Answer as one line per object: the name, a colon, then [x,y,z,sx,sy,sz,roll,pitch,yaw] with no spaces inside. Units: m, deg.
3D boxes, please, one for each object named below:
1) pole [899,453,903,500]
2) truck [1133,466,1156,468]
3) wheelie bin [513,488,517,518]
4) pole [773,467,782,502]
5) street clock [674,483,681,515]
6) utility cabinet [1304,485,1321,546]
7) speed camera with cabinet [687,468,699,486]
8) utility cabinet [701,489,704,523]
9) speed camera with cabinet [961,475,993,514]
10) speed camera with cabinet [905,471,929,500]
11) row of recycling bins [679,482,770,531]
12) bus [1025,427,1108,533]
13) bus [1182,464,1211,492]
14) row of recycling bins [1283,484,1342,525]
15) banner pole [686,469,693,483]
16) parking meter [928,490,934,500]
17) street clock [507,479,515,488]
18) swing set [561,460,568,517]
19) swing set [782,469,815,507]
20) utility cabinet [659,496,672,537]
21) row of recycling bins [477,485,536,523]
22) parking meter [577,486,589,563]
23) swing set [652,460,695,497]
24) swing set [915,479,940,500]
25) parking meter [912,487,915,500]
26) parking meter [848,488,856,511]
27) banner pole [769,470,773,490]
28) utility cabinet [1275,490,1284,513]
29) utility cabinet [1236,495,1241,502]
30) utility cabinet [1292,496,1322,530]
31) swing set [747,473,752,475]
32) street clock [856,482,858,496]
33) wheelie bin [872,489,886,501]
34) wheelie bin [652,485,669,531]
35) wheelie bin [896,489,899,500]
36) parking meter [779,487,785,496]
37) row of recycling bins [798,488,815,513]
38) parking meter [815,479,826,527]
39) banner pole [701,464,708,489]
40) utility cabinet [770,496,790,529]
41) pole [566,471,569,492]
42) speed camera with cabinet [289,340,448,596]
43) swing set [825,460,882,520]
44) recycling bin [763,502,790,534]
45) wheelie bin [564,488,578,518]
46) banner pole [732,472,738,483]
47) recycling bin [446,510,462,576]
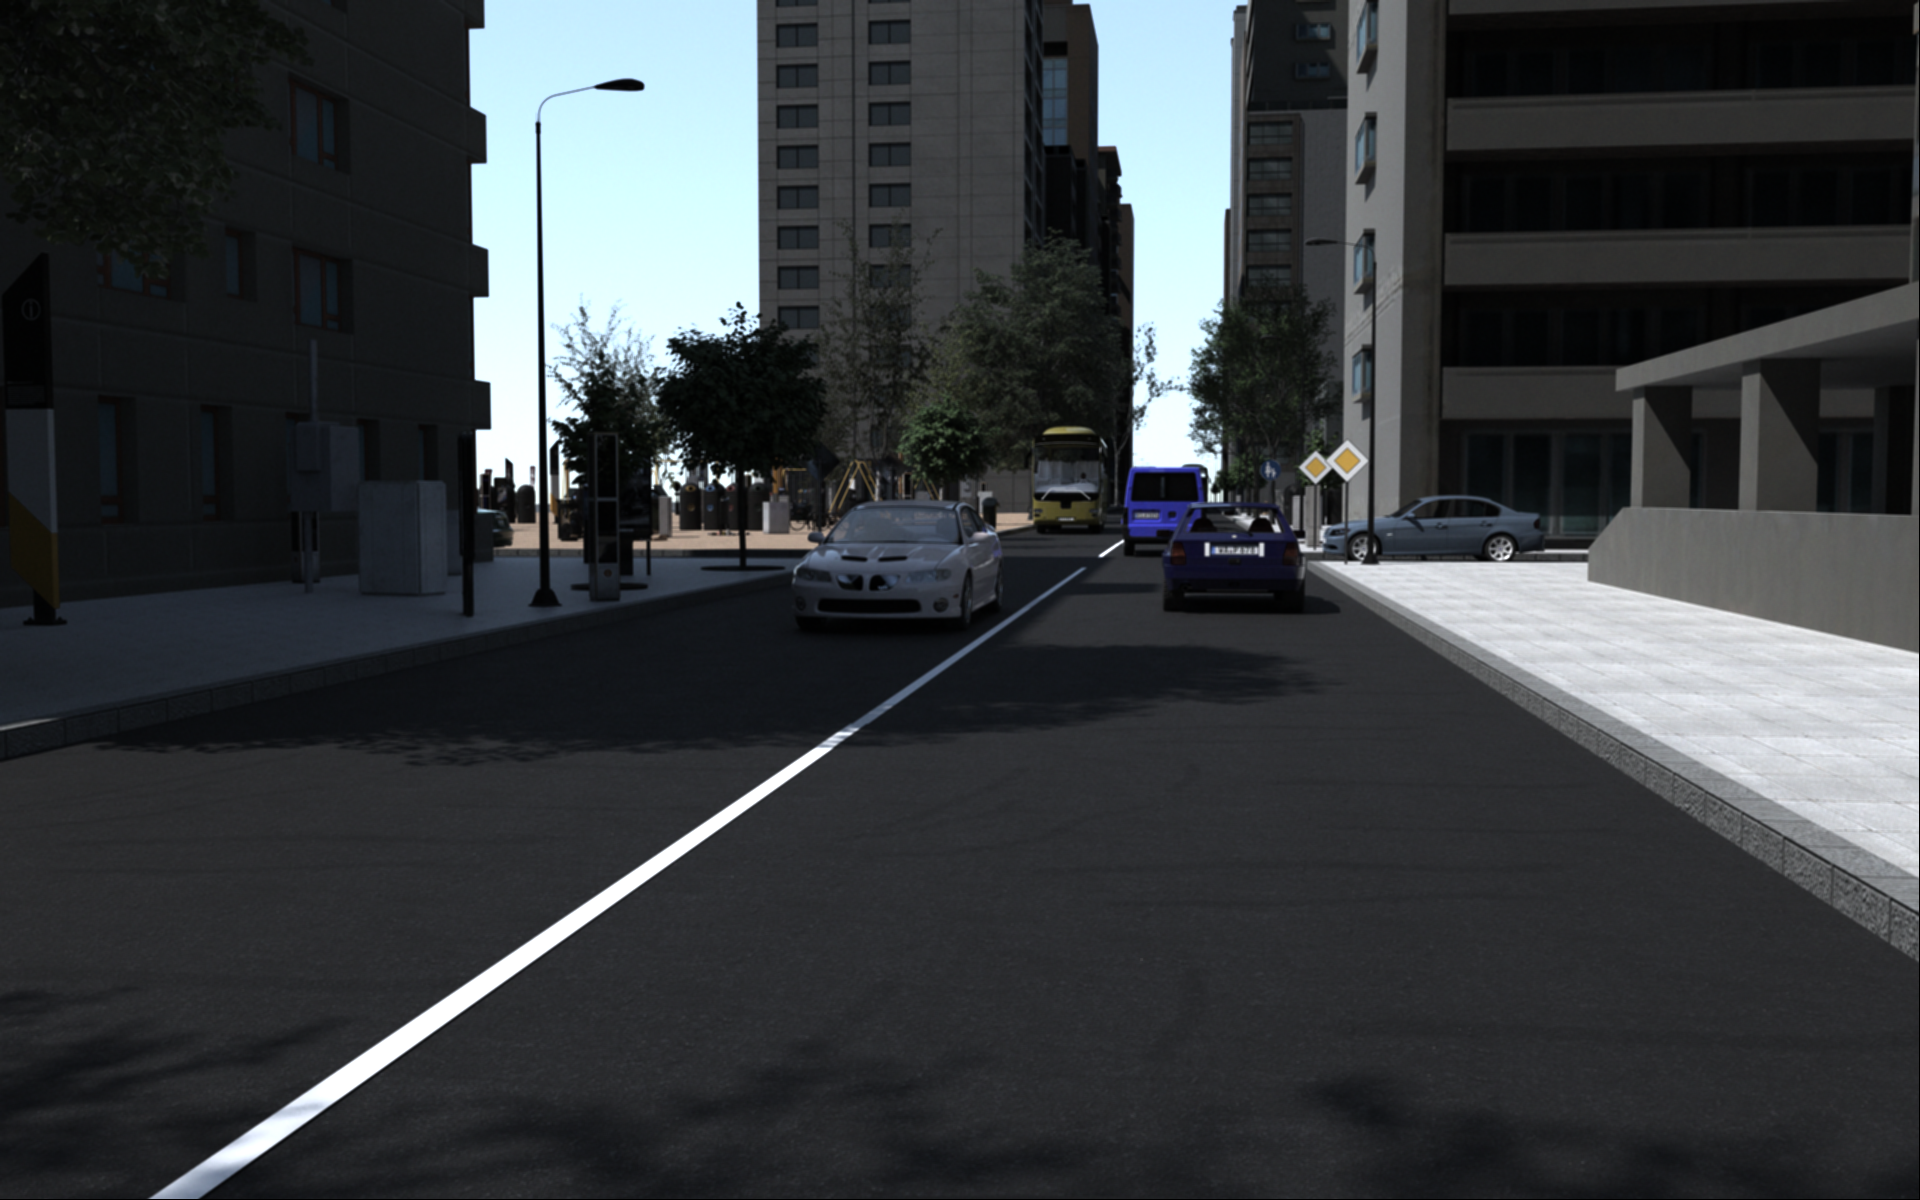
pole: [-2.864,-5.511,83.954,0.158,3.312,0.155,0,3,0]
truck: [18.502,-11.229,173.357,2.967,4.110,18.799,0,4,6]
wheelie bin: [-23.919,-5.123,91.671,0.980,1.594,0.693,-3,5,-44]
pole: [-6.131,-3.902,57.634,0.158,3.312,0.155,0,3,0]
street clock: [-17.374,-6.227,106.381,0.471,2.002,0.358,-3,5,-42]
utility cabinet: [8.629,-2.066,42.465,0.318,1.500,1.173,0,4,8]
speed camera with cabinet: [-13.552,-5.712,87.721,0.660,3.252,2.038,-1,4,-10]
utility cabinet: [-11.170,-4.129,76.193,1.173,1.500,0.318,-3,4,-39]
speed camera with cabinet: [1.101,-7.218,112.356,2.038,3.252,0.660,0,4,-2]
speed camera with cabinet: [-3.083,-7.472,116.506,2.038,3.252,0.660,-2,4,-27]
row of recycling bins: [-8.335,-3.317,61.344,3.534,1.692,1.069,1,4,20]
bus: [4.323,-4.596,66.692,2.896,3.916,12.252,0,4,6]
bus: [18.973,-9.165,141.395,2.896,3.916,12.252,1,4,8]
row of recycling bins: [15.090,-3.927,71.315,3.534,1.692,1.069,-1,4,-9]
banner pole: [-16.875,-7.232,108.265,0.863,3.779,0.401,0,4,6]
parking meter: [-1.941,-6.553,115.559,0.372,1.533,0.369,0,3,0]
street clock: [-21.401,-4.766,82.498,0.358,2.002,0.471,0,4,-2]
swing set: [-16.692,-5.041,80.042,3.119,2.851,2.862,0,4,-6]
swing set: [-9.576,-6.793,108.681,3.119,2.851,2.862,1,4,12]
utility cabinet: [-8.728,-2.461,51.397,0.306,1.237,1.020,0,4,-4]
row of recycling bins: [-20.329,-4.225,76.189,3.534,1.692,1.069,1,4,13]
parking meter: [-6.806,-1.452,32.145,0.372,1.533,0.369,0,3,0]
swing set: [-12.611,-5.091,80.863,3.119,2.851,2.862,-1,4,-12]
swing set: [-2.477,-7.036,112.663,2.862,2.851,3.119,-1,4,-9]
parking meter: [-1.821,-3.303,62.423,0.372,1.533,0.369,0,3,0]
parking meter: [-4.882,-4.280,78.381,0.372,1.533,0.369,0,3,0]
banner pole: [-11.514,-7.095,106.019,0.863,3.779,0.401,3,4,37]
utility cabinet: [19.405,-5.815,103.759,1.173,1.500,0.318,2,4,28]
utility cabinet: [16.370,-5.547,101.855,0.306,1.237,1.020,1,4,12]
utility cabinet: [12.575,-3.154,62.734,1.020,1.237,0.306,2,4,27]
swing set: [-12.344,-6.364,101.677,2.862,2.851,3.119,0,4,-2]
street clock: [-6.270,-6.087,104.095,0.358,2.002,0.471,-1,4,-9]
wheelie bin: [-5.417,-6.659,116.777,0.980,1.594,0.693,-3,4,-36]
wheelie bin: [-10.271,-3.111,58.770,0.693,1.594,0.980,1,4,12]
wheelie bin: [-3.500,-5.869,103.859,0.980,1.594,0.693,0,4,-7]
parking meter: [-6.874,-3.536,66.220,0.372,1.533,0.369,0,3,0]
row of recycling bins: [-9.873,-6.601,115.043,1.069,1.692,3.534,-2,4,-24]
parking meter: [-5.368,-3.728,66.659,0.255,1.863,0.399,3,4,36]
banner pole: [-13.774,-6.308,93.149,0.401,3.779,0.863,2,4,28]
utility cabinet: [-6.847,-3.252,64.327,1.020,1.237,0.306,0,4,5]
pole: [-22.570,-6.469,99.604,0.158,3.312,0.155,0,3,0]
speed camera with cabinet: [-7.589,-1.704,22.204,2.038,3.252,0.660,1,4,21]
swing set: [-4.777,-5.151,81.846,2.862,2.851,3.119,0,4,4]
recycling bin: [-5.945,-2.657,55.996,0.722,1.027,0.722,-1,4,-20]
wheelie bin: [-20.207,-5.041,90.324,0.980,1.594,0.693,3,5,39]
banner pole: [-13.444,-6.971,103.990,0.863,3.779,0.401,-1,4,-19]
recycling bin: [-8.335,-0.910,27.427,0.722,1.027,0.722,-2,4,-32]
